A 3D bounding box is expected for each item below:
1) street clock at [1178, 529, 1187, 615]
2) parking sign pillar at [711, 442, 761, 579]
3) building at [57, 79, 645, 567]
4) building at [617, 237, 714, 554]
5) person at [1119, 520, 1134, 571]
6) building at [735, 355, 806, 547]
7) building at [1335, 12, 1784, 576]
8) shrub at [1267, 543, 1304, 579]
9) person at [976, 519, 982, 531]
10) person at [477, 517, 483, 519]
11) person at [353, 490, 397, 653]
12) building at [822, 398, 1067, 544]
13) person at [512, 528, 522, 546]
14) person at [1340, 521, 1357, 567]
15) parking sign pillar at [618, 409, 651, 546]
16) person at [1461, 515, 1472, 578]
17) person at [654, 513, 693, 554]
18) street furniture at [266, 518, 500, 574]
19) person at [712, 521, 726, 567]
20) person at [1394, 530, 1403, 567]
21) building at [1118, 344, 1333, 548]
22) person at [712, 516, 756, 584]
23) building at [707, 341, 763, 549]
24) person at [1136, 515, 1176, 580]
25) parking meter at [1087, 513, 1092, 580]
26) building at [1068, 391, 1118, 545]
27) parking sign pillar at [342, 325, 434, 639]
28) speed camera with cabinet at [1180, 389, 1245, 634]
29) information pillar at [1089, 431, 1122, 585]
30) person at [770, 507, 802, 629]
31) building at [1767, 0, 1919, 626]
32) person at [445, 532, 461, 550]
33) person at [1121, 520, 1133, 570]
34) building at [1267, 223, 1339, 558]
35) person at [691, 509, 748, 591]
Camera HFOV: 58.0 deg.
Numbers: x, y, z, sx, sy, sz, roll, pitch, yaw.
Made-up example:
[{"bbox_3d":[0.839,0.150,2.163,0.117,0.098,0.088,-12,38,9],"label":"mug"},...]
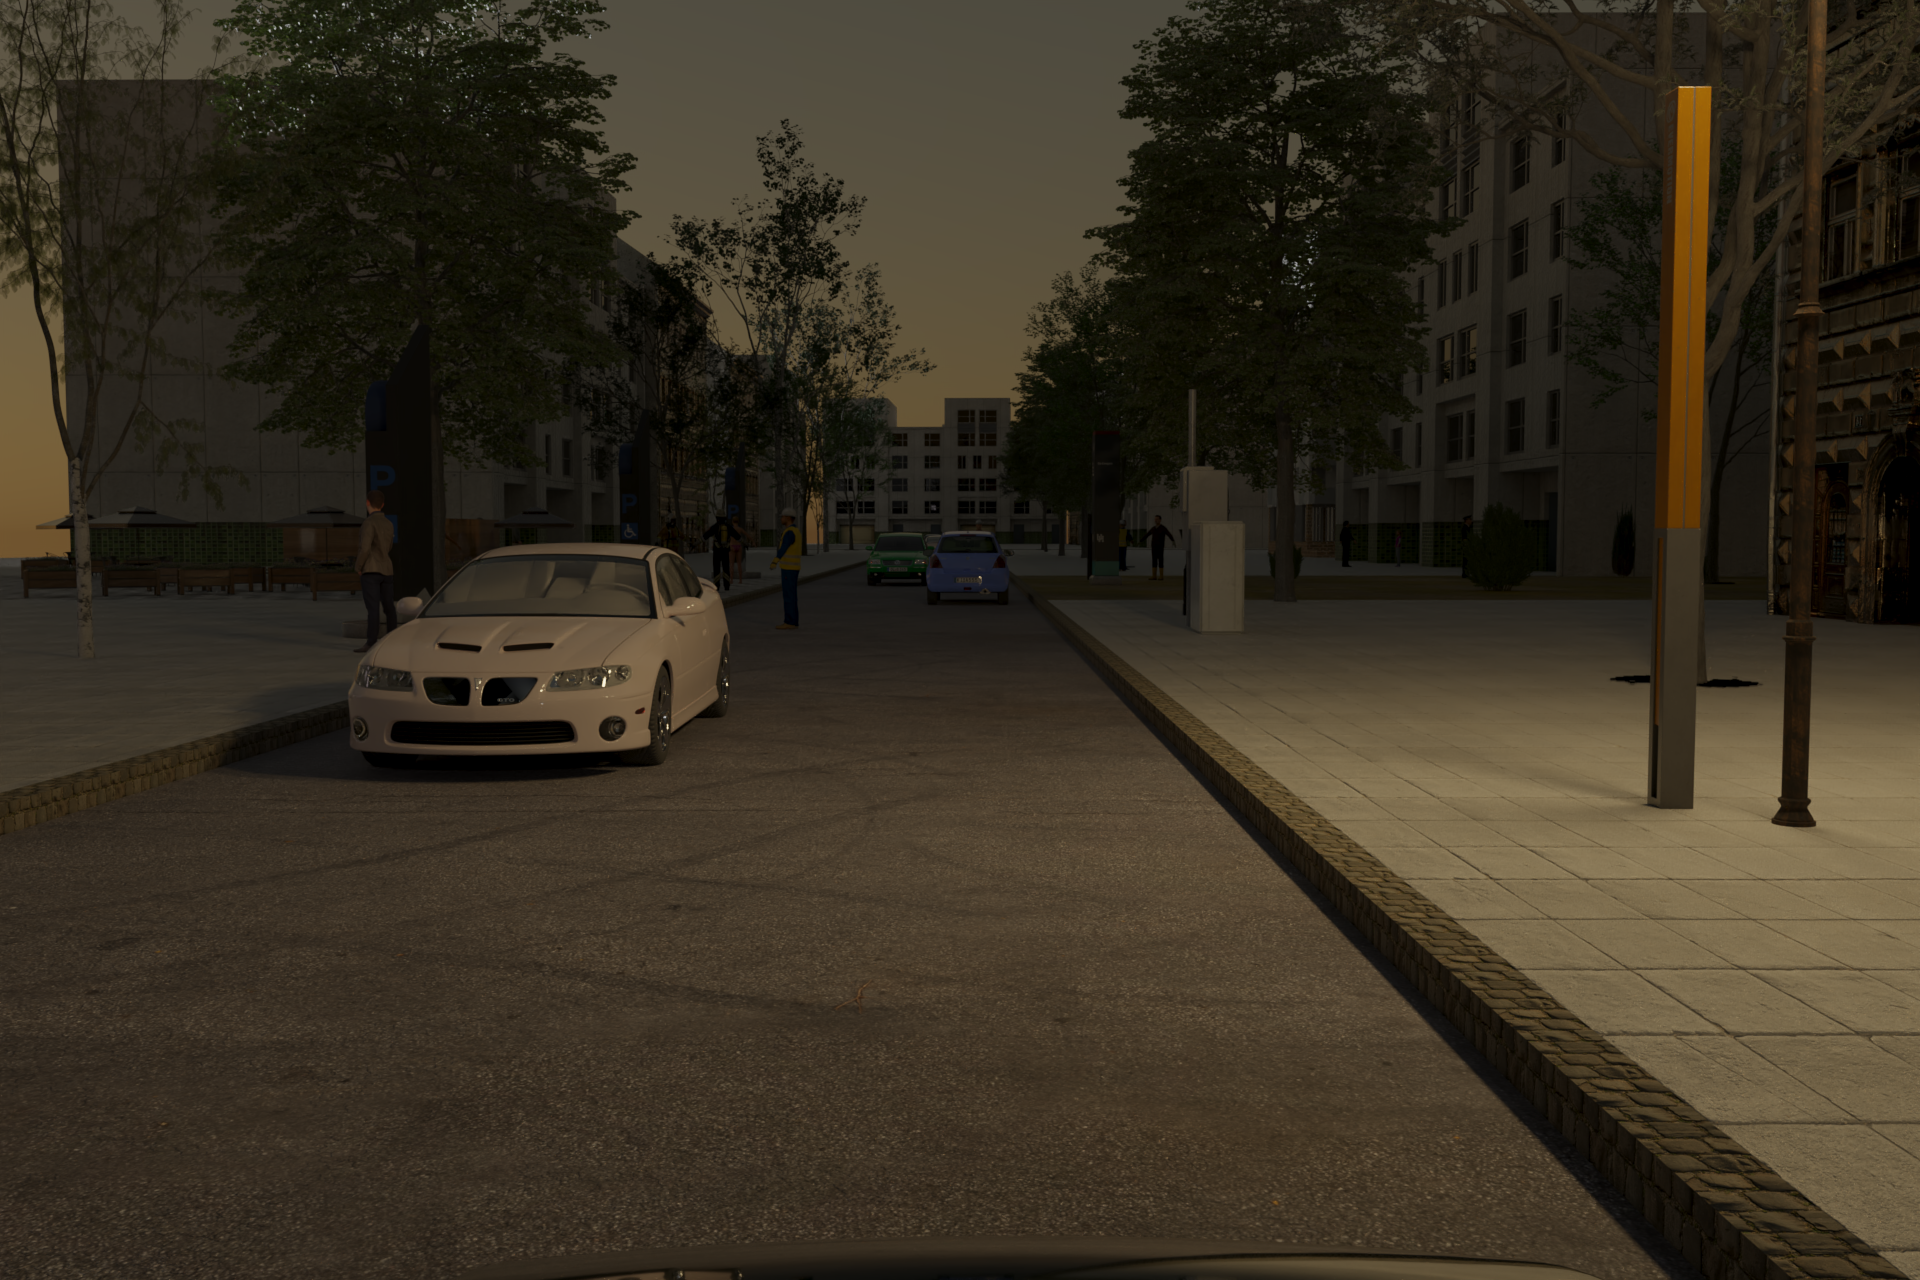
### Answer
[{"bbox_3d":[3.622,-1.391,27.318,0.358,2.002,0.471,0,4,1],"label":"street clock"},{"bbox_3d":[-6.483,-3.769,50.101,1.447,3.967,1.447,0,4,0],"label":"parking sign pillar"},{"bbox_3d":[-26.558,-13.271,83.432,16.747,18.905,31.486,0,4,1],"label":"building"},{"bbox_3d":[-26.520,-16.985,108.626,19.493,23.208,18.063,0,4,1],"label":"building"},{"bbox_3d":[5.516,-3.256,59.694,1.216,1.772,0.721,-2,4,-32],"label":"person"},{"bbox_3d":[-26.575,-19.578,186.561,16.747,18.905,31.486,0,4,1],"label":"building"},{"bbox_3d":[26.520,-12.298,67.536,16.747,18.905,31.486,0,3,0],"label":"building"},{"bbox_3d":[8.758,-2.167,46.555,1.383,1.207,1.383,0,3,0],"label":"shrub"},{"bbox_3d":[0.547,-2.512,49.380,1.347,1.847,0.705,-1,4,-11],"label":"person"},{"bbox_3d":[-15.351,-3.019,55.487,0.705,1.813,1.348,-1,4,-16],"label":"person"},{"bbox_3d":[-6.489,-0.756,18.940,0.750,1.759,0.617,2,4,33],"label":"person"},{"bbox_3d":[-1.704,-22.172,231.418,31.486,18.905,16.747,0,4,2],"label":"building"},{"bbox_3d":[-14.921,-3.186,58.368,0.705,1.796,1.348,-1,4,-18],"label":"person"},{"bbox_3d":[15.053,-3.745,67.424,0.705,1.806,1.347,-1,4,-13],"label":"person"},{"bbox_3d":[-6.918,-2.961,36.891,1.447,3.967,1.447,0,4,0],"label":"parking sign pillar"},{"bbox_3d":[14.777,-2.719,50.383,0.705,1.837,1.347,2,4,26],"label":"person"},{"bbox_3d":[-7.951,-2.576,47.885,0.705,1.858,1.354,3,5,40],"label":"person"},{"bbox_3d":[-15.628,-2.622,49.728,11.010,1.723,9.812,0,4,1],"label":"street furniture"},{"bbox_3d":[-9.196,-3.761,67.624,1.347,1.817,0.704,3,5,44],"label":"person"},{"bbox_3d":[17.096,-3.579,67.779,0.599,1.433,0.991,1,4,9],"label":"person"},{"bbox_3d":[25.205,-18.570,170.069,16.747,18.905,31.486,0,4,0],"label":"building"},{"bbox_3d":[-5.818,-2.317,44.685,1.217,1.733,0.721,-2,4,-27],"label":"person"},{"bbox_3d":[-28.817,-20.008,158.052,19.493,23.208,18.063,0,4,1],"label":"building"},{"bbox_3d":[5.478,-2.566,48.100,1.346,1.812,0.704,3,5,42],"label":"person"},{"bbox_3d":[3.768,-2.620,48.543,0.399,1.863,0.255,0,4,0],"label":"parking meter"},{"bbox_3d":[22.695,-22.850,204.521,19.493,23.208,18.063,0,3,0],"label":"building"},{"bbox_3d":[-7.038,-2.036,21.758,1.447,3.967,1.447,0,4,0],"label":"parking sign pillar"},{"bbox_3d":[3.365,-1.759,23.090,0.660,3.252,2.038,0,4,0],"label":"speed camera with cabinet"},{"bbox_3d":[3.686,-3.326,43.762,0.750,3.857,0.750,0,4,-1],"label":"information pillar"},{"bbox_3d":[-2.603,-1.084,26.149,0.705,1.833,1.349,0,4,8],"label":"person"},{"bbox_3d":[22.137,-11.436,17.911,19.493,23.208,18.063,0,3,0],"label":"building"},{"bbox_3d":[-12.110,-2.058,39.794,0.704,1.843,1.345,3,5,43],"label":"person"},{"bbox_3d":[5.895,-3.429,62.287,0.704,1.802,1.346,-1,4,-16],"label":"person"},{"bbox_3d":[24.223,-15.292,106.446,16.016,20.090,11.380,0,4,0],"label":"building"},{"bbox_3d":[-5.420,-2.047,39.243,1.354,1.856,0.705,-2,4,-25],"label":"person"}]
